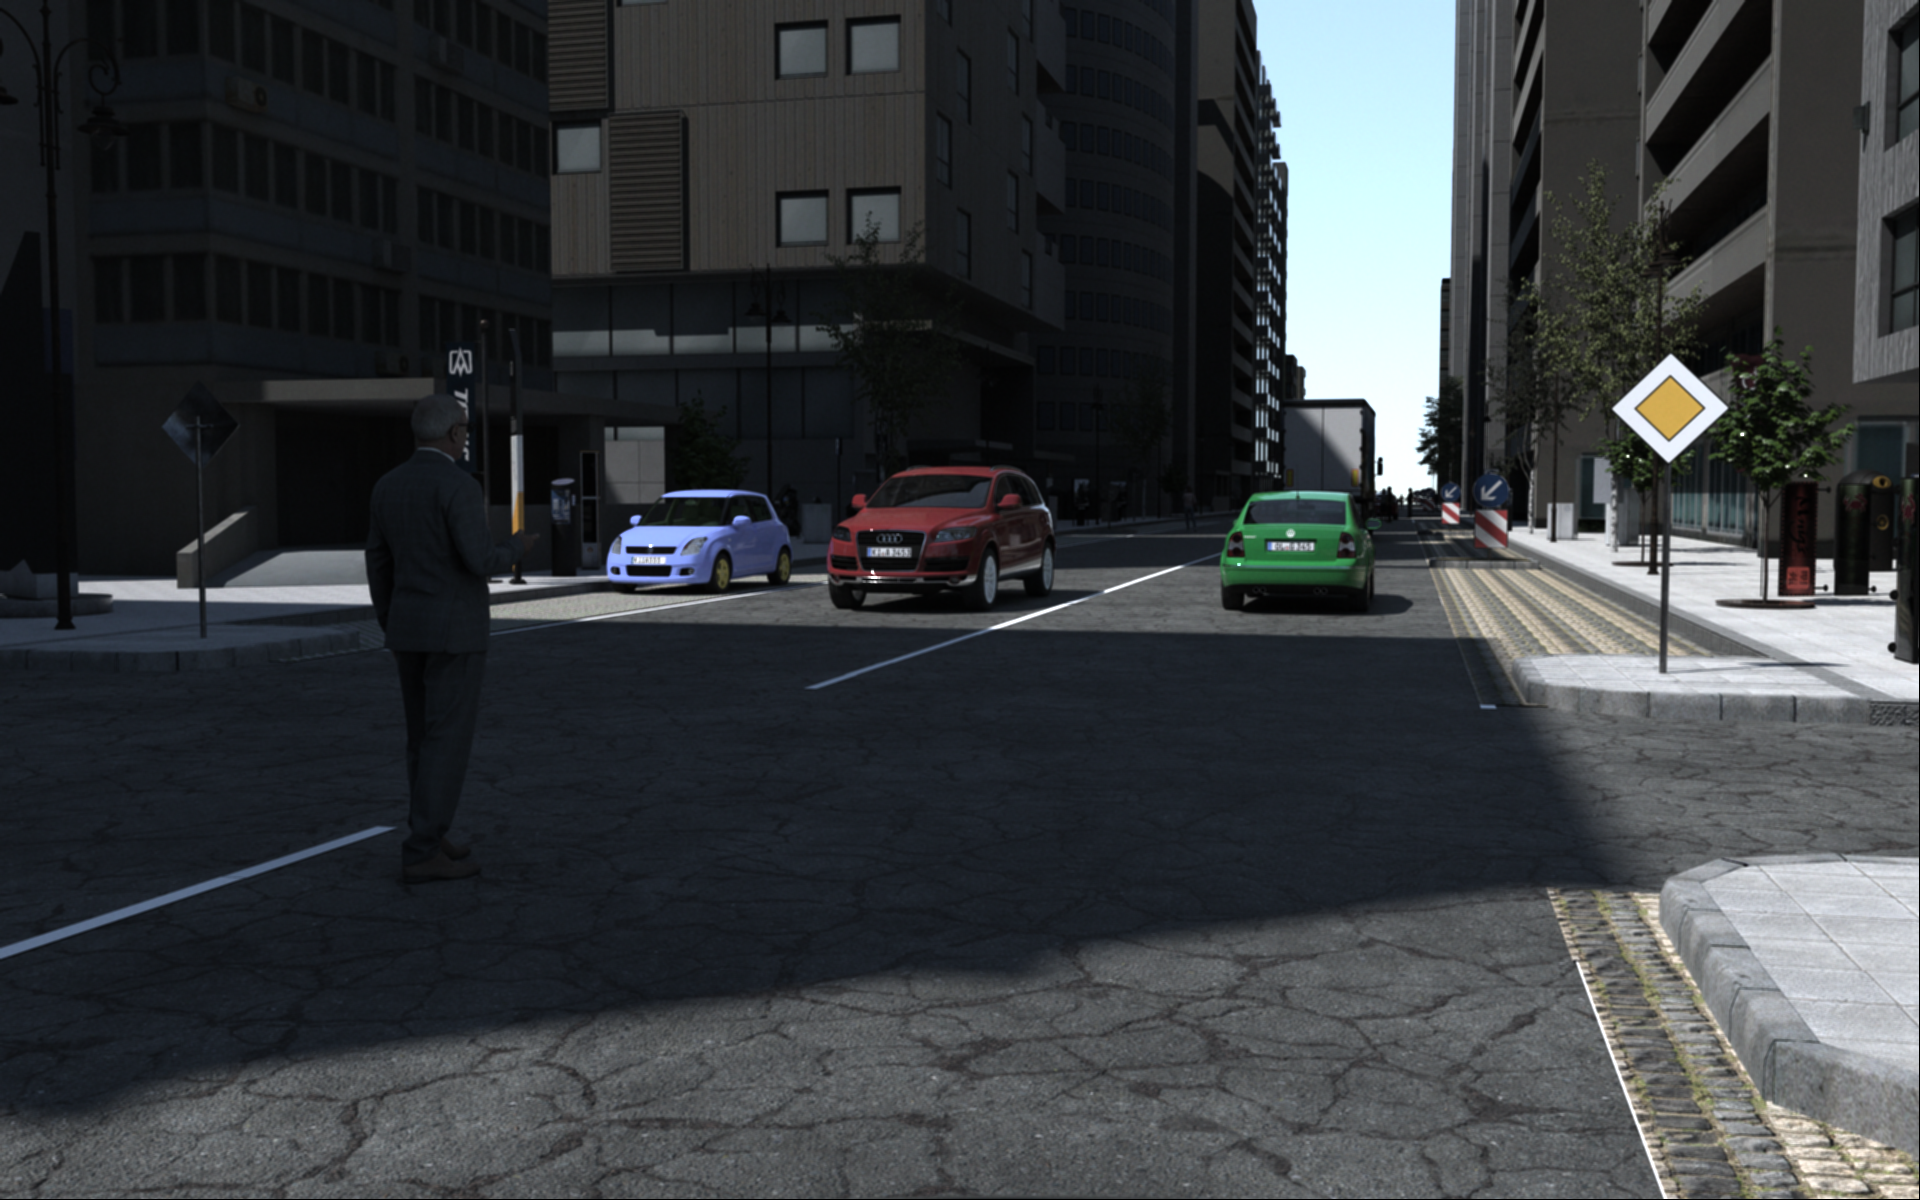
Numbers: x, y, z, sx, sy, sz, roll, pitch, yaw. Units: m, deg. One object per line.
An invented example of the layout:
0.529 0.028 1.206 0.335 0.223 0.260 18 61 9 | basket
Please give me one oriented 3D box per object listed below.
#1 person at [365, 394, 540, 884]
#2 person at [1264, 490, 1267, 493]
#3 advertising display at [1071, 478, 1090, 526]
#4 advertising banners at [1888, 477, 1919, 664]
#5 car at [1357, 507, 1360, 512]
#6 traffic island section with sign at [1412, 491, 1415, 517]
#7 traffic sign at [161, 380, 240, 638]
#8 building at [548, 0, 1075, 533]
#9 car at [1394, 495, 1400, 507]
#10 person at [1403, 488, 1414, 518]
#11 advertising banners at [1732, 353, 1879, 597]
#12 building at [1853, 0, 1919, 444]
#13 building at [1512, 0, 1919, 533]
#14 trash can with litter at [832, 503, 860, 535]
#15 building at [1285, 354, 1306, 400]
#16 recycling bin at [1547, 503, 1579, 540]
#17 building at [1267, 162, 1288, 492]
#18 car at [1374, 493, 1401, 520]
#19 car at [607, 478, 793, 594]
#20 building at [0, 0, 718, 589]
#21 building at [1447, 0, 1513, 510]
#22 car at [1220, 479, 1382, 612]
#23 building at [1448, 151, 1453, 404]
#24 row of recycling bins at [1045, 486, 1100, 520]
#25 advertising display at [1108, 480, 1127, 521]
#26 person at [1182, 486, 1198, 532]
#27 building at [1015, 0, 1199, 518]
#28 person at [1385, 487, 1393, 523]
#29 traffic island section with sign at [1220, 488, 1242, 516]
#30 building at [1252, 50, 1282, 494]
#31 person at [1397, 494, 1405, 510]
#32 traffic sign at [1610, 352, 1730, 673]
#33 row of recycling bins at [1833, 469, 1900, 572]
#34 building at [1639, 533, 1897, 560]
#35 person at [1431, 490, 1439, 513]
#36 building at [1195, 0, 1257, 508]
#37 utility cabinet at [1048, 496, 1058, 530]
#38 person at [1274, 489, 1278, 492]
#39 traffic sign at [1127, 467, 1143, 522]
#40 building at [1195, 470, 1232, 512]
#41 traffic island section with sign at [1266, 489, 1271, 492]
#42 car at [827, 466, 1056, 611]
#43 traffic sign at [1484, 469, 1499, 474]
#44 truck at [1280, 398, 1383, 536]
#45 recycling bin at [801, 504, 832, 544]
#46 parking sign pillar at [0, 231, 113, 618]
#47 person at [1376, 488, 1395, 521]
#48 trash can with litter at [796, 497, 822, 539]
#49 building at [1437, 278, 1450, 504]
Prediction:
-1.914 0.129 6.571 0.661 1.801 0.590 2 4 33 | person
22.708 -7.284 128.531 0.756 1.711 0.436 -2 4 -27 | person
4.854 -3.939 69.615 0.974 1.923 0.123 -3 5 -43 | advertising display
7.108 -0.996 12.478 0.090 3.025 2.074 1 4 12 | advertising banners
9.024 -2.125 43.547 1.959 1.807 4.718 1 4 15 | car
29.457 -6.152 109.210 1.989 1.847 2.006 1 4 14 | traffic island section with sign
-6.731 -0.716 15.355 0.795 2.450 0.064 1 4 14 | traffic sign
-10.892 -29.417 70.213 28.713 52.752 27.495 1 4 14 | building
33.335 -7.536 135.214 2.014 1.417 4.499 1 4 15 | car
27.170 -5.881 104.666 0.705 1.822 1.348 -1 4 -10 | person
10.541 -1.559 21.675 2.074 3.025 0.090 -1 4 -8 | advertising banners
17.933 -14.949 16.112 14.107 30.474 14.160 1 4 14 | building
34.368 -27.335 70.629 21.300 48.544 21.600 1 4 14 | building
-3.344 -2.473 51.820 1.055 1.170 0.624 2 4 27 | trash can with litter
31.383 -23.655 231.797 27.650 21.520 28.899 1 4 14 | building
16.901 -2.202 48.563 0.722 1.027 0.722 2 4 29 | recycling bin
31.813 -32.132 208.948 14.154 41.232 14.086 1 4 14 | building
23.994 -5.476 98.579 2.155 1.783 4.494 1 4 13 | car
-3.874 -1.003 25.988 1.945 1.707 3.694 1 4 16 | car
-22.040 -20.918 33.896 32.217 40.220 23.993 1 4 14 | building
63.302 -39.302 184.591 21.231 58.520 28.212 1 4 14 | building
4.476 -0.843 22.577 1.959 1.807 4.718 1 4 15 | car
70.661 -35.848 209.824 21.300 48.544 21.600 1 4 14 | building
5.655 -4.835 86.170 3.534 1.692 1.069 -3 5 -43 | row of recycling bins
7.492 -4.720 82.384 0.974 1.923 0.123 -2 4 -24 | advertising display
8.825 -3.496 66.246 0.593 1.750 0.643 0 4 -2 | person
2.236 -34.401 104.460 21.231 58.520 28.212 1 4 14 | building
21.588 -4.808 87.208 0.705 1.812 1.348 1 4 11 | person
17.884 -6.312 111.832 1.989 1.847 2.006 1 4 14 | traffic island section with sign
22.872 -34.752 187.810 23.786 49.044 30.456 1 4 14 | building
40.028 -8.887 157.054 1.065 1.426 0.557 0 4 -1 | person
5.031 -0.532 12.340 0.795 2.450 0.064 1 4 14 | traffic sign
16.386 -1.312 28.566 3.534 1.692 1.069 1 4 17 | row of recycling bins
28.930 -25.491 40.472 21.300 48.544 21.600 1 4 14 | building
35.807 -7.414 130.638 0.541 1.710 0.530 2 4 33 | person
14.325 -32.348 152.590 21.300 48.544 21.600 1 4 14 | building
3.310 -3.082 61.558 0.306 1.237 1.020 0 4 5 | utility cabinet
16.234 -4.861 88.902 0.541 1.710 0.530 -1 4 -21 | person
8.058 -4.891 80.077 0.768 2.556 0.104 2 4 24 | traffic sign
3.961 -26.886 131.467 32.217 40.220 23.993 1 4 14 | building
24.548 -7.910 137.954 1.989 1.847 2.006 1 4 14 | traffic island section with sign
-0.131 -0.881 23.073 2.281 1.827 5.304 1 4 16 | car
21.423 -4.142 69.849 0.606 2.300 0.079 2 4 23 | traffic sign
12.181 -4.133 56.485 2.839 4.237 11.283 1 4 15 | truck
-3.727 -1.984 44.992 0.722 1.027 0.722 -1 4 -10 | recycling bin
-9.882 -1.833 18.447 1.447 3.967 1.447 3 5 45 | parking sign pillar
22.431 -5.044 91.762 1.217 1.735 0.721 2 4 26 | person
-4.224 -2.354 49.552 1.678 1.210 2.233 0 4 1 | trash can with litter
70.807 -28.023 229.884 14.160 30.474 14.107 1 4 14 | building
